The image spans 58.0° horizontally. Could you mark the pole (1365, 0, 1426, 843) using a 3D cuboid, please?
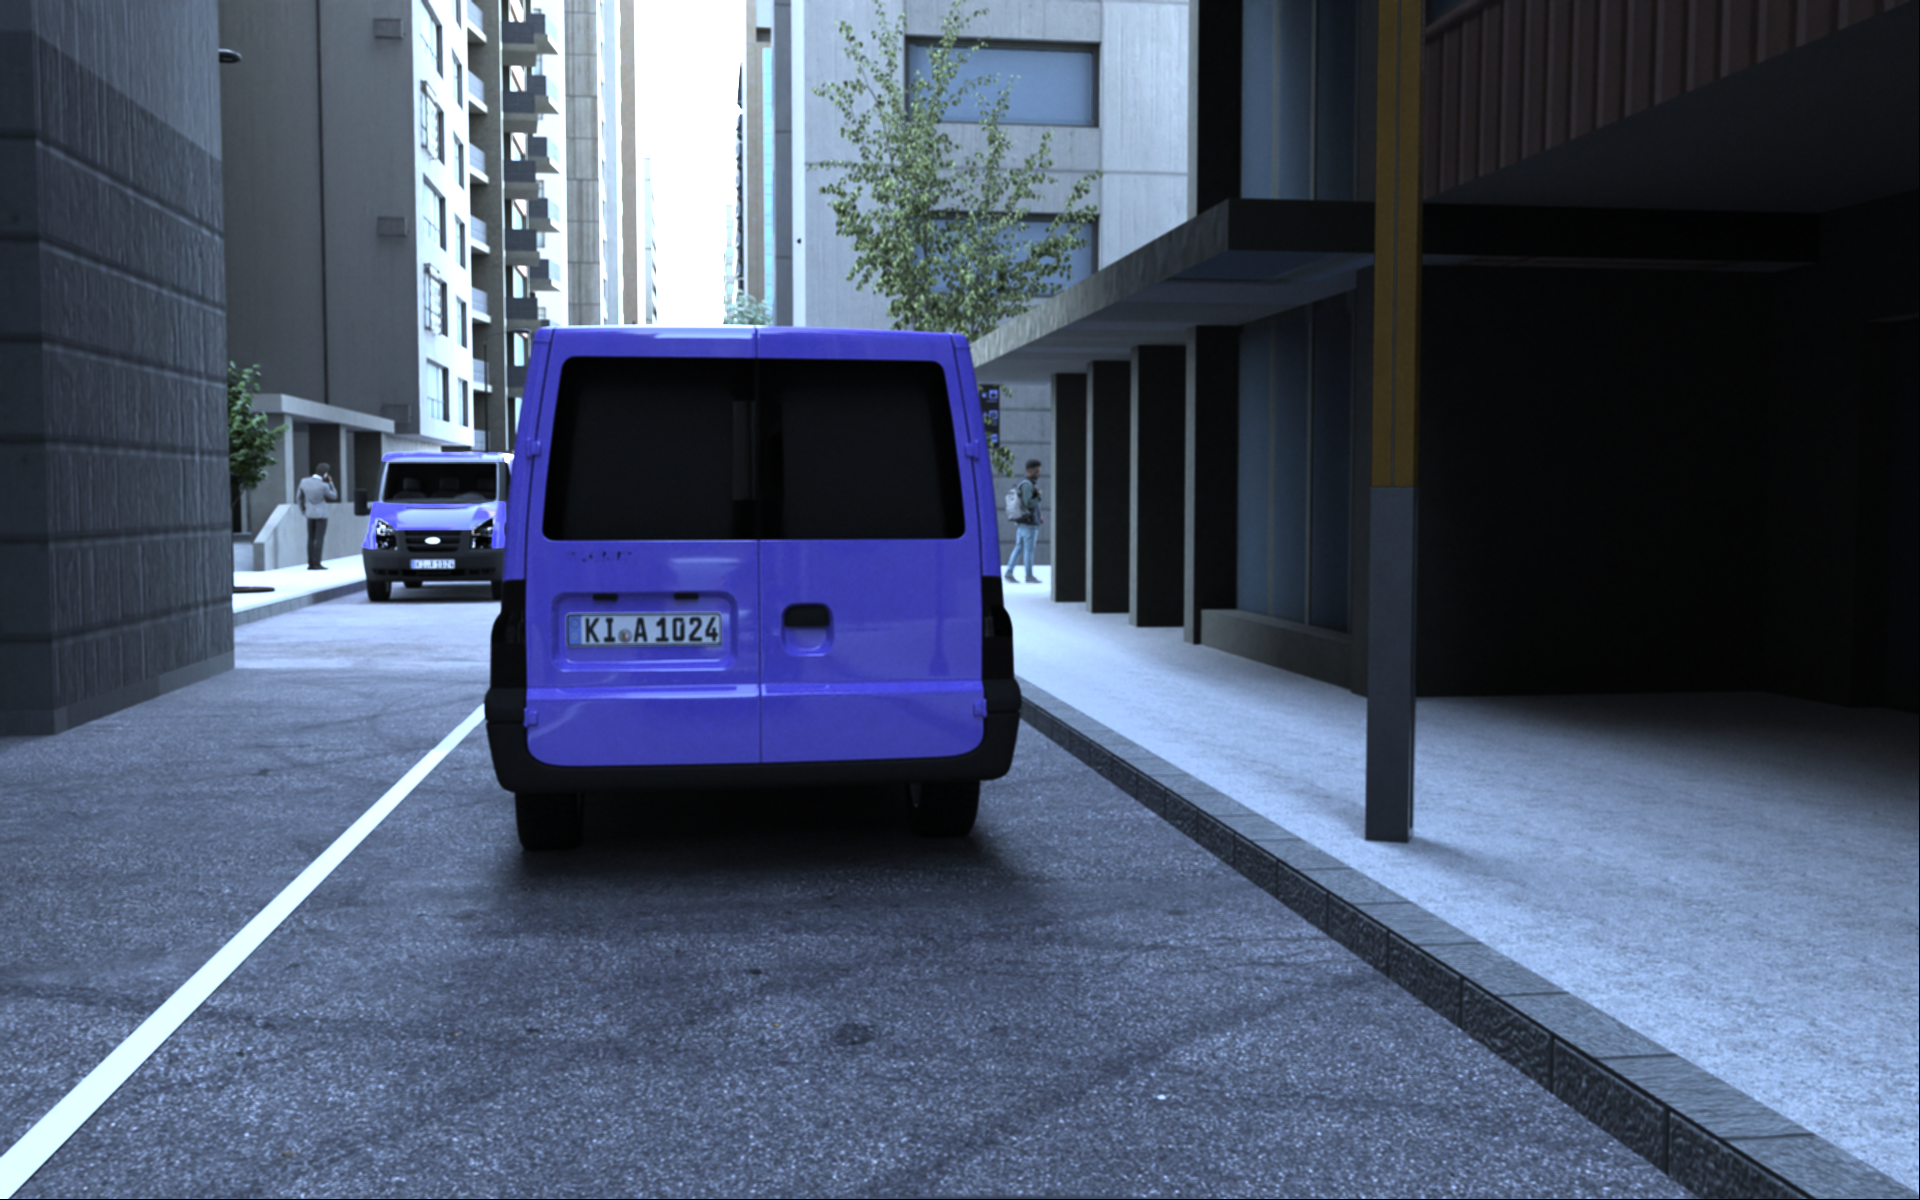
[{"bbox_3d":[1.602,-0.765,6.358,0.158,3.312,0.155,0,3,0],"label":"pole"}]

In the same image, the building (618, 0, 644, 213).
[{"bbox_3d":[-31.317,-29.464,131.855,14.600,45.320,14.200,-1,4,-8],"label":"building"}]

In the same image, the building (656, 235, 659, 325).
[{"bbox_3d":[-56.145,-38.630,281.716,14.600,45.320,14.200,-1,4,-8],"label":"building"}]

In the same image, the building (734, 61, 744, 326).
[{"bbox_3d":[-11.522,-31.888,175.992,22.147,44.769,28.867,-1,4,-8],"label":"building"}]

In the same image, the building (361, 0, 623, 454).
[{"bbox_3d":[-28.953,-26.079,109.987,14.154,41.232,14.086,-1,4,-8],"label":"building"}]

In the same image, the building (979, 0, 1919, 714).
[{"bbox_3d":[12.439,-21.643,8.493,22.147,44.769,28.867,-1,4,-8],"label":"building"}]

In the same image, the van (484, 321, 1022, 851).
[{"bbox_3d":[-1.143,-0.266,8.727,2.240,2.365,5.245,-1,4,-10],"label":"van"}]

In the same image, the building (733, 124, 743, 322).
[{"bbox_3d":[-15.548,-35.852,205.790,23.786,49.044,30.456,-1,4,-8],"label":"building"}]

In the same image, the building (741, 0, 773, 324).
[{"bbox_3d":[-12.113,-30.791,153.551,14.600,45.320,14.200,-1,4,-8],"label":"building"}]

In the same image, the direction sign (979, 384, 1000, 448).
[{"bbox_3d":[0.243,-2.300,29.603,0.876,3.537,0.379,1,4,12],"label":"direction sign"}]

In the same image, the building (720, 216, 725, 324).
[{"bbox_3d":[-25.676,-37.489,267.574,22.147,44.769,28.867,-1,4,-8],"label":"building"}]

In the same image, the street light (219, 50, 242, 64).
[{"bbox_3d":[-8.214,-2.792,18.197,1.470,5.913,1.316,-1,4,-8],"label":"street light"}]

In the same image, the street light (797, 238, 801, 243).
[{"bbox_3d":[-2.248,-3.606,31.494,1.470,5.913,1.316,-1,4,-8],"label":"street light"}]

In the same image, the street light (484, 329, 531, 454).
[{"bbox_3d":[-12.786,-4.666,48.836,1.470,5.913,1.316,-1,4,-8],"label":"street light"}]

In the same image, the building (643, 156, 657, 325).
[{"bbox_3d":[-52.090,-37.369,234.684,21.300,48.544,21.600,-1,4,-8],"label":"building"}]

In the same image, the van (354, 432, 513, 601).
[{"bbox_3d":[-7.318,-1.264,25.057,2.240,2.365,5.245,-1,4,-10],"label":"van"}]

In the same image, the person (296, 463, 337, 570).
[{"bbox_3d":[-10.847,-1.406,29.219,0.592,1.802,0.473,1,4,23],"label":"person"}]

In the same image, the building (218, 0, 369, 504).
[{"bbox_3d":[-22.325,-22.486,51.244,14.086,41.232,14.154,-1,4,-8],"label":"building"}]

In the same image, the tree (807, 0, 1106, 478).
[{"bbox_3d":[-0.286,-4.628,26.024,4.737,8.622,4.395,0,3,0],"label":"tree"}]

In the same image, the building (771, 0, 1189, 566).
[{"bbox_3d":[5.637,-30.700,43.937,21.231,58.520,28.212,-1,4,-8],"label":"building"}]

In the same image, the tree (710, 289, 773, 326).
[{"bbox_3d":[-12.273,-12.361,108.757,9.857,13.997,8.962,0,3,0],"label":"tree"}]

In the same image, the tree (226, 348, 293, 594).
[{"bbox_3d":[-9.596,-1.722,22.758,1.663,3.219,1.824,0,3,0],"label":"tree"}]

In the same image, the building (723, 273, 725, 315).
[{"bbox_3d":[-29.065,-40.934,292.970,21.300,48.544,21.600,-1,4,-8],"label":"building"}]

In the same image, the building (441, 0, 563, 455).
[{"bbox_3d":[-30.361,-26.013,79.929,22.147,44.769,28.867,-1,4,-8],"label":"building"}]

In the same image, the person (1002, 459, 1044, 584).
[{"bbox_3d":[0.957,-1.117,24.650,0.721,1.781,0.623,-1,4,-22],"label":"person"}]

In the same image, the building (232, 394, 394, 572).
[{"bbox_3d":[-28.401,-20.790,31.801,32.217,40.220,23.993,-1,4,-8],"label":"building"}]

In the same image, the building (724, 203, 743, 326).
[{"bbox_3d":[-26.236,-34.394,245.929,14.154,41.232,14.086,-1,4,-8],"label":"building"}]
